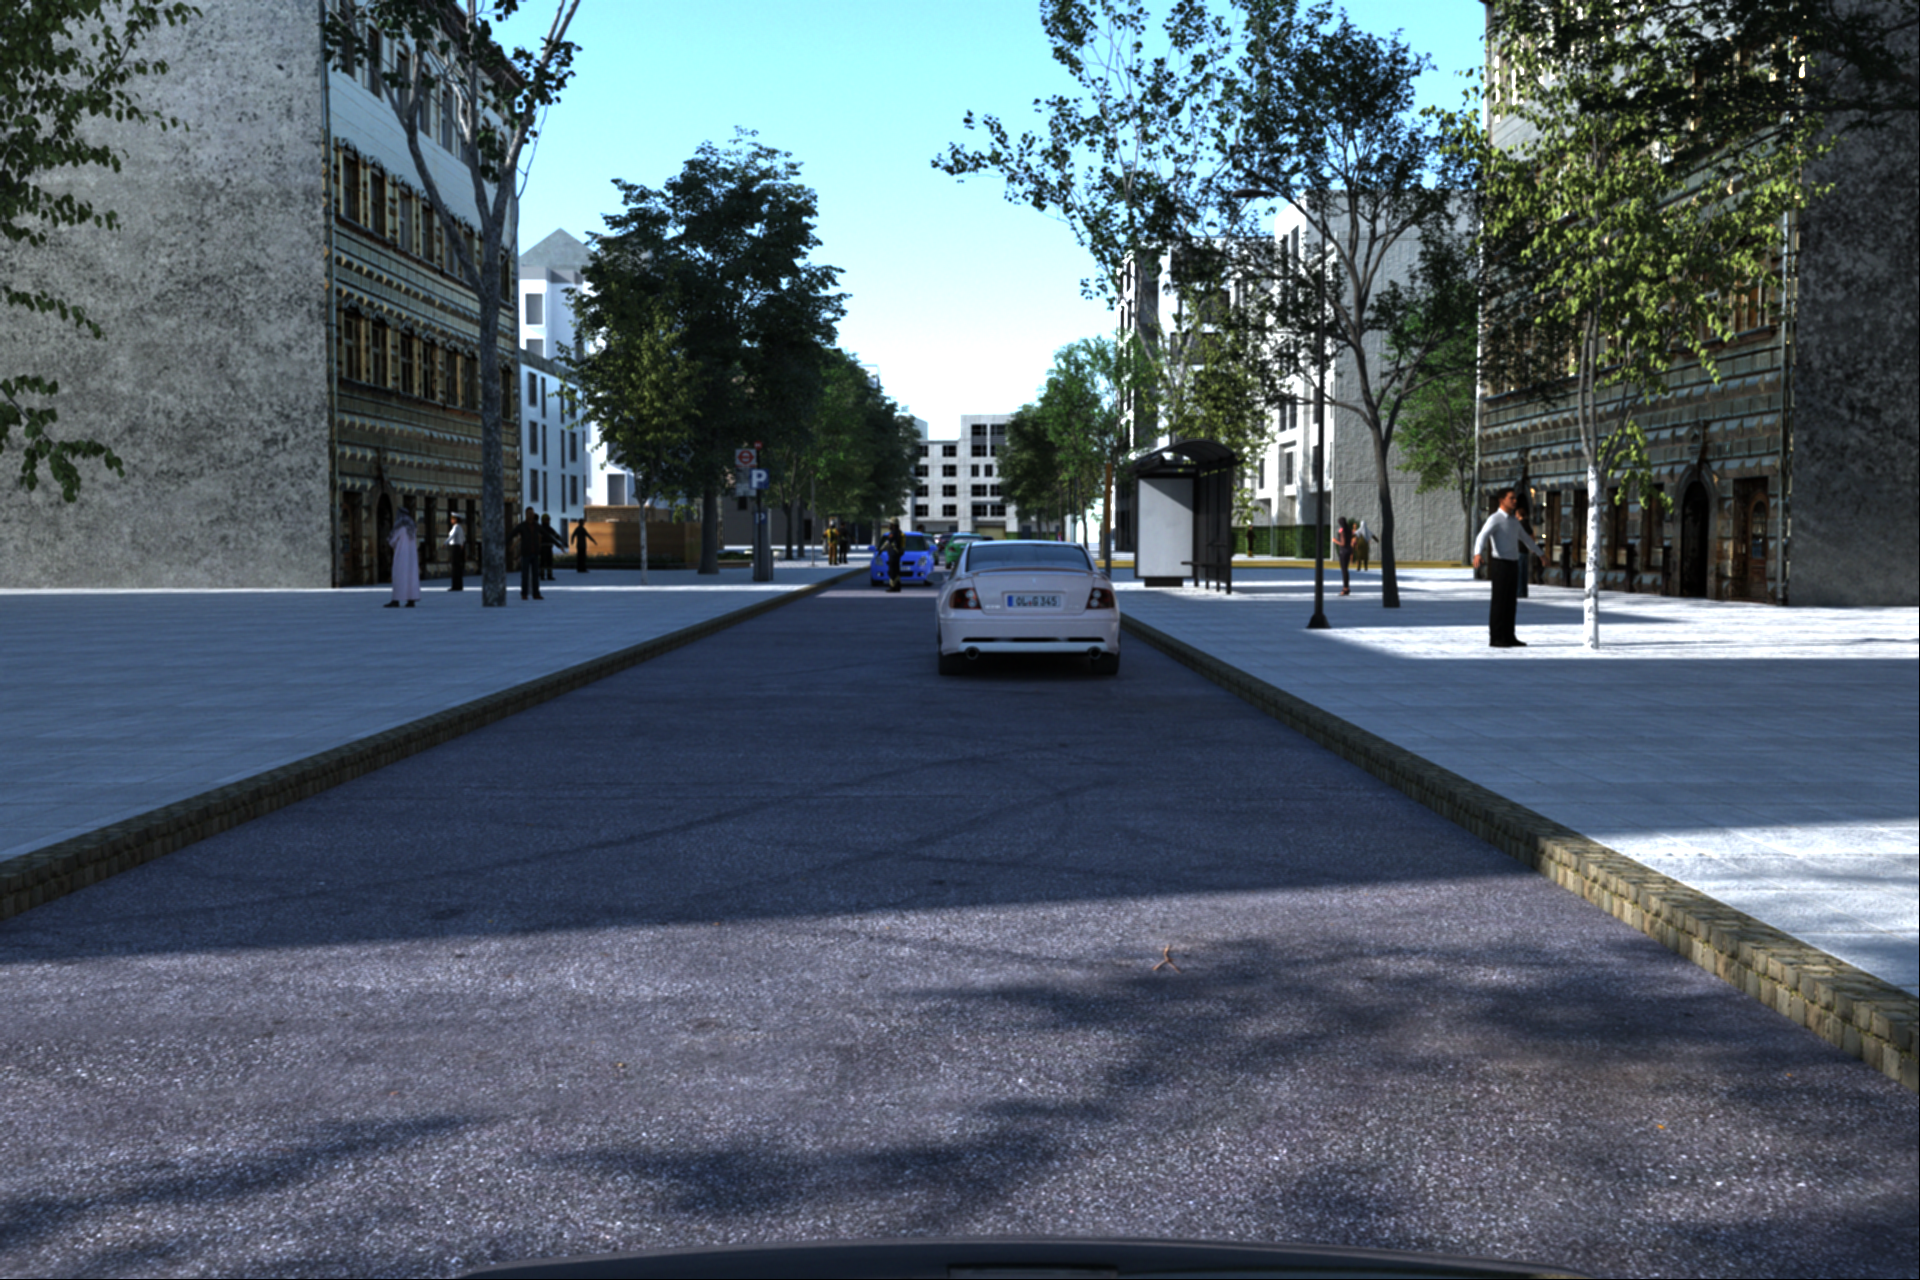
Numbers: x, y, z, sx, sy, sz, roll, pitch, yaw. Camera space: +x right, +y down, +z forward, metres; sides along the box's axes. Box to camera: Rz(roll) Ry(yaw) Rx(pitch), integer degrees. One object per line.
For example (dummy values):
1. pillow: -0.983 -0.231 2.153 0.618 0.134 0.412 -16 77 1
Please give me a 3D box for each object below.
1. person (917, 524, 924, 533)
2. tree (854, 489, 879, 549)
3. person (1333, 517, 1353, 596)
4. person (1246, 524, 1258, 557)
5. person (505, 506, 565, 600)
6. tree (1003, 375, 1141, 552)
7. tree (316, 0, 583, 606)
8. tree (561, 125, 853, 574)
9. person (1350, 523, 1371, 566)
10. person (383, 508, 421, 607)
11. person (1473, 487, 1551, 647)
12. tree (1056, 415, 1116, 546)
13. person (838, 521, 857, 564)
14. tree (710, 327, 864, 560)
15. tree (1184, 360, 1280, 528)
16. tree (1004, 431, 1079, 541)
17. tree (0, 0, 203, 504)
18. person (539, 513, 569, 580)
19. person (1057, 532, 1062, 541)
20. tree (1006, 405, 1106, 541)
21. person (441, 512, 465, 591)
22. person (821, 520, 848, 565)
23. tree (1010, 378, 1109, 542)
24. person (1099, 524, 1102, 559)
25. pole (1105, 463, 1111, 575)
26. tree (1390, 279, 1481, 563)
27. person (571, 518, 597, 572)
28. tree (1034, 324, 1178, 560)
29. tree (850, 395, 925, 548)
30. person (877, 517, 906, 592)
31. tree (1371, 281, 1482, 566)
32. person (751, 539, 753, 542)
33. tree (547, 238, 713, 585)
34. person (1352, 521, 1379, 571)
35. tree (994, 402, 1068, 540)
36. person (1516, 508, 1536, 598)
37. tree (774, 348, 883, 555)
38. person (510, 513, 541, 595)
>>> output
1. person: -1.491 -3.549 66.669 0.705 1.806 1.347 0 4 -1
2. tree: -8.579 -12.004 146.624 4.737 8.622 4.395 0 3 0
3. person: 7.988 -1.752 36.165 0.415 1.643 0.593 0 4 -3
4. person: 16.091 -5.480 95.731 0.704 1.812 1.346 3 4 37
5. person: -8.406 -1.704 33.924 1.348 1.821 0.705 -3 4 -36
6. tree: 6.747 -9.846 95.393 7.601 10.594 8.767 3 4 39
7. tree: -9.757 -10.652 30.044 12.611 20.169 13.585 0 3 0
8. tree: -8.153 -9.105 55.530 9.857 13.997 8.962 0 3 0
9. person: 16.116 -3.901 70.582 1.217 1.733 0.721 0 4 2
10. person: -9.780 -1.451 30.438 0.621 1.740 0.551 0 4 7
11. person: 6.226 -0.828 19.702 1.344 1.810 0.704 -3 4 -37
12. tree: 7.617 -9.512 105.876 4.737 8.622 4.395 0 3 0
13. person: -5.053 -4.222 74.967 1.347 1.837 0.705 2 4 31
14. tree: -8.521 -9.740 85.003 9.928 11.665 9.643 0 3 0
15. tree: 10.965 -7.486 72.764 4.737 8.622 4.395 0 3 0
16. tree: 7.179 -12.957 146.257 7.601 10.594 8.767 0 4 -1
17. tree: -7.970 -3.814 12.715 4.737 8.622 4.395 0 3 0
18. person: -11.483 -2.589 48.091 0.704 1.858 1.351 3 5 42
19. person: 5.903 -5.601 100.847 0.599 1.433 0.991 0 4 8
20. tree: 6.556 -11.121 116.239 7.601 10.594 8.767 0 4 -6
21. person: -11.485 -2.004 39.225 0.721 1.778 1.216 0 4 3
22. person: -5.190 -3.996 71.104 1.354 1.858 0.705 2 4 31
23. tree: 7.329 -12.668 125.247 7.486 12.596 7.792 0 3 0
24. person: 7.446 -5.170 90.658 0.705 1.813 1.348 1 4 13
25. pole: 4.272 -3.428 49.896 0.158 3.312 0.155 0 3 0
26. tree: 23.026 -9.749 77.517 7.486 12.596 7.792 0 3 0
27. person: -12.646 -3.169 57.986 1.348 1.807 0.705 3 5 40
28. tree: 7.270 -9.750 85.164 9.928 11.665 9.643 0 3 0
29. tree: -7.937 -15.473 159.642 9.857 13.997 8.962 0 3 0
30. person: -1.640 -2.109 42.716 0.705 1.856 1.354 2 4 24
31. tree: 20.332 -8.777 69.264 9.928 11.665 9.643 0 3 0
32. person: -9.931 -4.787 84.532 0.705 1.796 1.348 -1 4 -19
33. tree: -7.988 -5.669 43.049 4.737 8.622 4.395 0 3 0
34. person: 13.932 -3.256 60.004 1.217 1.736 0.721 0 4 -1
35. tree: 7.628 -15.822 165.347 9.857 13.997 8.962 0 3 0
36. person: 11.290 -1.758 34.960 1.348 1.803 0.705 -3 5 -41
37. tree: -8.482 -11.462 105.536 7.486 12.596 7.792 0 3 0
38. person: -9.171 -1.826 36.631 0.721 1.739 1.217 1 4 14
